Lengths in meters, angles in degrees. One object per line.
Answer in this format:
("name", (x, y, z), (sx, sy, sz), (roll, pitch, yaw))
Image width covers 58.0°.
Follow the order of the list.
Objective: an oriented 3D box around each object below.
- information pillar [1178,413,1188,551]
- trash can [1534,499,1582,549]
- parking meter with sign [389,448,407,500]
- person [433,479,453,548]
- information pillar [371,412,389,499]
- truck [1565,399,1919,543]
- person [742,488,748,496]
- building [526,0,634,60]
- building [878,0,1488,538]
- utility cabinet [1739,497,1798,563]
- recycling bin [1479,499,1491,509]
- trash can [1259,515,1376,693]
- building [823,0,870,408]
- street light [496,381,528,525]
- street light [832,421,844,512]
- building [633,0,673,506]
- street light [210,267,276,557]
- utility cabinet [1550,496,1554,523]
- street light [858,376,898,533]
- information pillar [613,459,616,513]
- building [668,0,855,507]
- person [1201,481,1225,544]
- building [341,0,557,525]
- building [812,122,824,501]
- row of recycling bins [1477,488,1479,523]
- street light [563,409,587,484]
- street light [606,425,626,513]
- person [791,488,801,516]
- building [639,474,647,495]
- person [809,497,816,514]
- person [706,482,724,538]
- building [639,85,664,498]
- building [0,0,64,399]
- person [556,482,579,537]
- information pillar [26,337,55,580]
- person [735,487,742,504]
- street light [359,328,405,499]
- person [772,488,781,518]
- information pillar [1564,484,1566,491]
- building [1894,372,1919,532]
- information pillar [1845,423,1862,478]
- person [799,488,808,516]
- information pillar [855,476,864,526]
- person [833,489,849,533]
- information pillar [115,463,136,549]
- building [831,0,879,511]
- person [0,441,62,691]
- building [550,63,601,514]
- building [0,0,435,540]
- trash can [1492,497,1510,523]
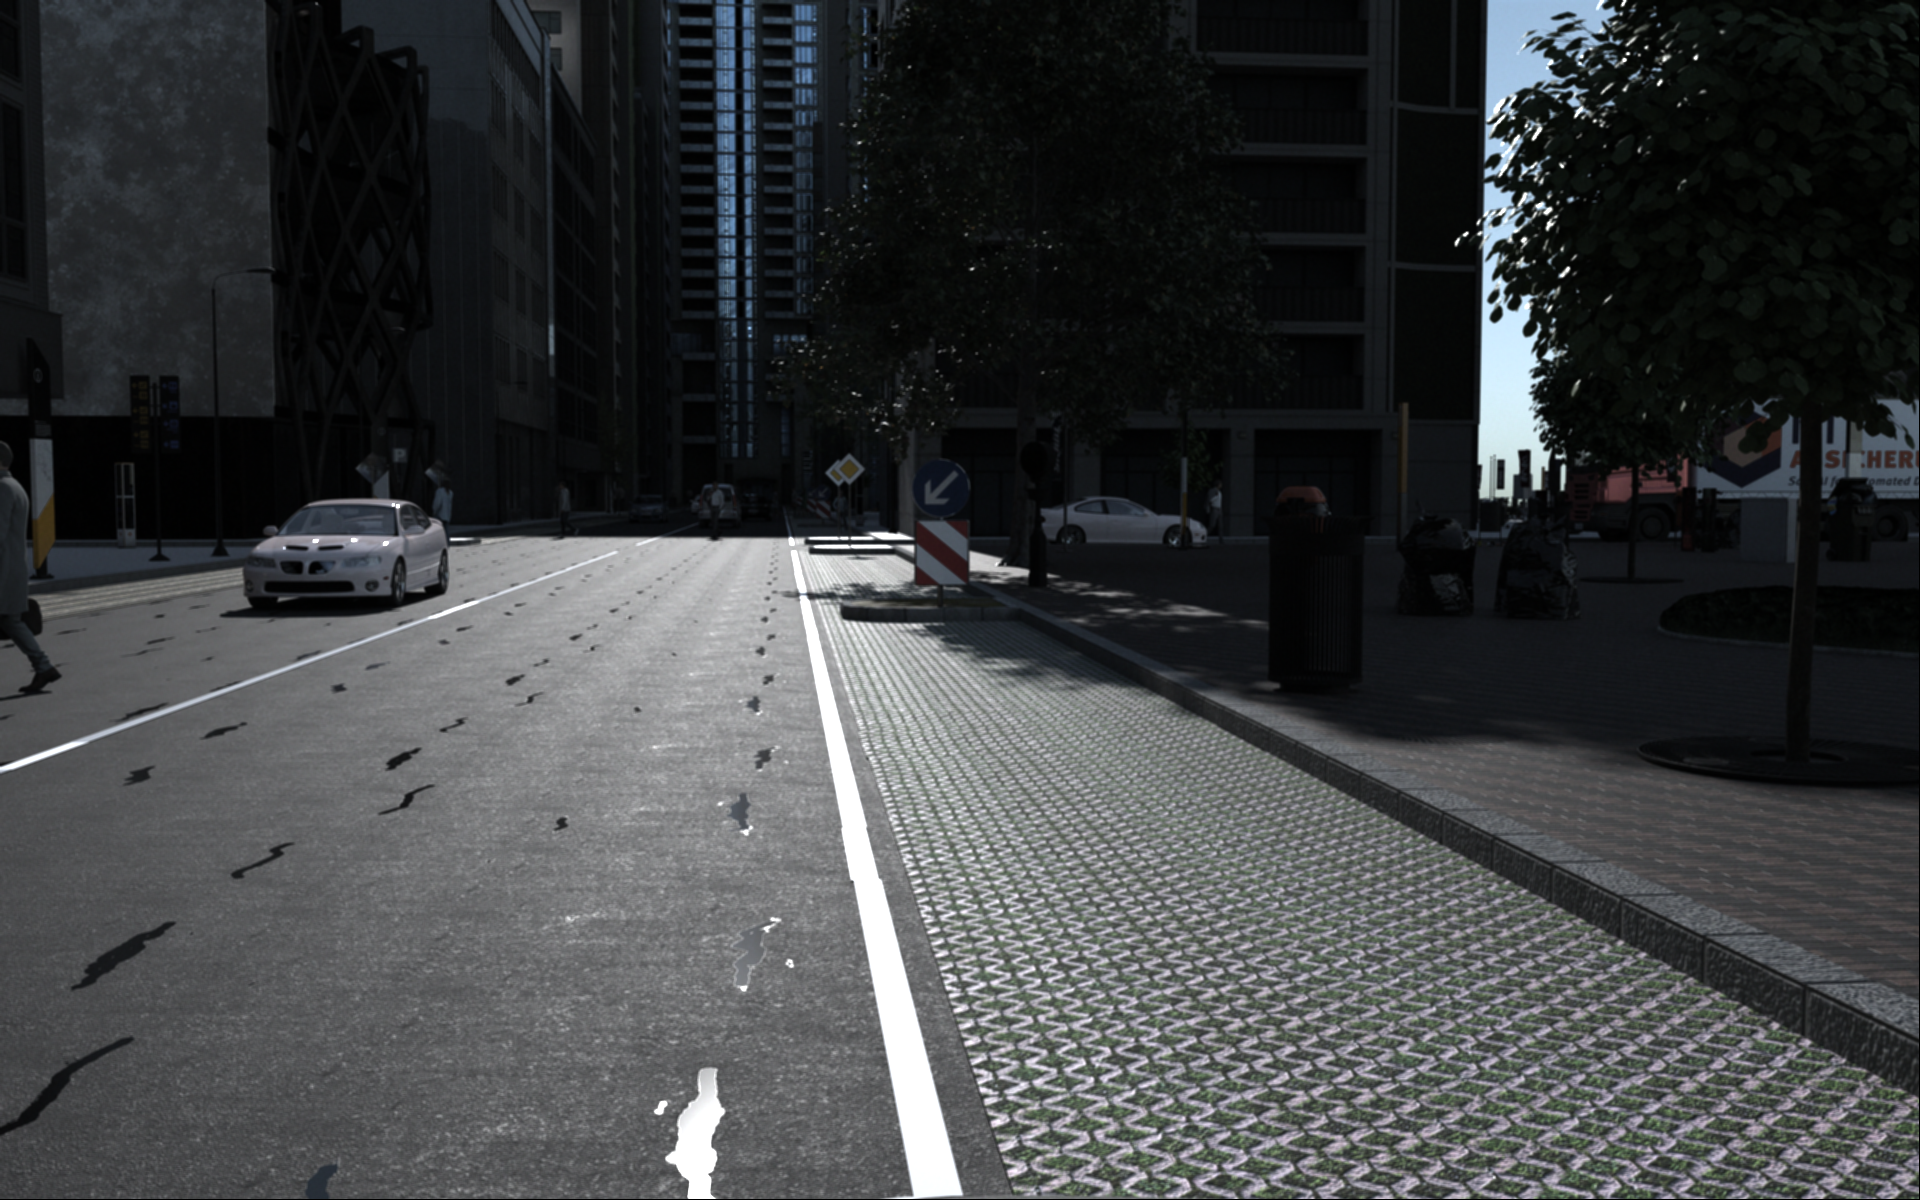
("information pillar", (5.080, -2.933, 39.309), (0.183, 3.616, 0.504), (0, 4, 1))
("trash can", (11.908, -1.413, 34.758), (0.748, 1.137, 0.748), (0, 3, 0))
("parking meter with sign", (-21.686, -4.298, 66.527), (0.543, 3.016, 1.738), (-2, 4, -30))
("person", (-12.108, -1.947, 40.603), (0.793, 1.790, 0.793), (-1, 4, -10))
("information pillar", (-16.548, -3.555, 49.471), (0.504, 3.616, 0.183), (0, 4, 4))
("truck", (22.161, -3.640, 48.426), (11.283, 4.237, 2.839), (0, 4, -4))
("person", (-13.151, -5.920, 105.481), (0.721, 1.800, 0.419), (2, 4, 33))
("building", (-31.840, -27.258, 129.255), (14.154, 41.232, 14.086), (0, 4, -6))
("building", (7.868, -37.997, 59.499), (20.611, 71.187, 20.563), (0, 4, -6))
("utility cabinet", (15.327, -1.326, 32.843), (0.306, 1.237, 1.020), (-2, 4, -28))
("recycling bin", (28.335, -4.991, 94.160), (0.722, 1.027, 0.722), (-3, 4, -36))
("trash can", (2.327, 0.020, 11.327), (0.748, 1.137, 0.748), (0, 3, 0))
("building", (-3.098, -38.583, 172.823), (21.231, 58.520, 28.212), (0, 4, -6))
("street light", (-18.465, -6.042, 71.331), (1.470, 5.913, 1.316), (0, 4, -6))
("street light", (-5.059, -6.524, 79.215), (1.470, 5.913, 1.316), (0, 4, -6))
("building", (-45.609, -39.397, 186.140), (28.212, 58.520, 21.231), (0, 4, -6))
("street light", (-14.723, -3.857, 35.602), (1.470, 5.913, 1.316), (0, 4, -6))
("utility cabinet", (24.084, -3.544, 69.114), (0.306, 1.237, 1.020), (-3, 5, -40))
("street light", (-2.728, -5.132, 56.450), (1.470, 5.913, 1.316), (0, 4, -6))
("information pillar", (-23.085, -7.609, 115.762), (0.183, 3.616, 0.504), (0, 4, -6))
("building", (-29.563, -55.304, 216.890), (31.000, 86.520, 22.319), (0, 4, -6))
("person", (6.973, -2.379, 47.502), (0.850, 1.850, 0.679), (2, 4, 32))
("building", (-26.149, -16.012, 79.820), (12.078, 24.808, 19.932), (0, 4, -6))
("building", (-9.491, -31.217, 193.986), (14.154, 41.232, 14.086), (0, 4, -6))
("row of recycling bins", (21.826, -4.335, 77.986), (1.069, 1.692, 3.534), (-3, 4, -36))
("street light", (-20.970, -7.442, 94.213), (1.470, 5.913, 1.316), (0, 4, -6))
("street light", (-23.213, -8.835, 116.987), (1.470, 5.913, 1.316), (0, 4, -6))
("person", (-10.844, -6.412, 113.462), (0.853, 1.813, 0.709), (-3, 5, -41))
("building", (-43.606, -27.870, 147.550), (32.217, 40.220, 23.993), (0, 4, -6))
("person", (-10.741, -7.091, 125.902), (0.593, 1.643, 0.415), (-1, 4, -13))
("person", (-8.003, -2.933, 56.556), (0.679, 1.850, 0.850), (2, 4, 23))
("building", (-36.588, -29.648, 168.336), (14.154, 41.232, 14.086), (0, 4, -6))
("building", (-20.186, -13.562, 15.251), (14.314, 27.812, 24.014), (0, 4, -6))
("person", (-13.032, -3.004, 57.468), (0.795, 1.843, 0.661), (0, 4, -3))
("information pillar", (-13.864, -2.127, 26.127), (0.183, 3.616, 0.504), (0, 4, 1))
("person", (-11.457, -4.901, 88.808), (0.661, 1.801, 0.590), (1, 4, 22))
("street light", (-16.221, -4.649, 48.556), (1.470, 5.913, 1.316), (0, 4, -6))
("person", (-10.840, -5.739, 102.423), (0.778, 1.811, 0.616), (2, 4, 35))
("information pillar", (42.468, -7.140, 121.224), (0.304, 2.012, 0.304), (1, 4, 8))
("building", (34.948, -23.036, 60.235), (14.086, 41.232, 14.154), (0, 4, -6))
("information pillar", (18.095, -2.675, 35.099), (0.504, 3.616, 0.183), (-2, 4, -35))
("person", (-9.956, -6.253, 110.986), (0.529, 1.795, 0.600), (-3, 4, -36))
("information pillar", (-4.006, -3.950, 69.080), (0.304, 2.012, 0.304), (-1, 4, -9))
("person", (-4.382, -3.270, 63.778), (0.589, 1.601, 0.330), (0, 4, -7))
("information pillar", (-19.717, -2.228, 40.924), (0.304, 2.012, 0.304), (2, 4, 33))
("building", (-0.262, -50.723, 141.990), (22.319, 86.520, 31.000), (0, 4, -6))
("person", (-6.910, -0.233, 12.416), (0.767, 1.812, 0.694), (-1, 4, -18))
("building", (-29.706, -18.883, 102.240), (14.314, 27.812, 24.014), (0, 4, -6))
("building", (-26.122, -11.529, 55.958), (16.820, 18.784, 16.811), (0, 4, -6))
("trash can", (23.851, -3.959, 76.391), (0.748, 1.137, 0.748), (0, 3, 0))
